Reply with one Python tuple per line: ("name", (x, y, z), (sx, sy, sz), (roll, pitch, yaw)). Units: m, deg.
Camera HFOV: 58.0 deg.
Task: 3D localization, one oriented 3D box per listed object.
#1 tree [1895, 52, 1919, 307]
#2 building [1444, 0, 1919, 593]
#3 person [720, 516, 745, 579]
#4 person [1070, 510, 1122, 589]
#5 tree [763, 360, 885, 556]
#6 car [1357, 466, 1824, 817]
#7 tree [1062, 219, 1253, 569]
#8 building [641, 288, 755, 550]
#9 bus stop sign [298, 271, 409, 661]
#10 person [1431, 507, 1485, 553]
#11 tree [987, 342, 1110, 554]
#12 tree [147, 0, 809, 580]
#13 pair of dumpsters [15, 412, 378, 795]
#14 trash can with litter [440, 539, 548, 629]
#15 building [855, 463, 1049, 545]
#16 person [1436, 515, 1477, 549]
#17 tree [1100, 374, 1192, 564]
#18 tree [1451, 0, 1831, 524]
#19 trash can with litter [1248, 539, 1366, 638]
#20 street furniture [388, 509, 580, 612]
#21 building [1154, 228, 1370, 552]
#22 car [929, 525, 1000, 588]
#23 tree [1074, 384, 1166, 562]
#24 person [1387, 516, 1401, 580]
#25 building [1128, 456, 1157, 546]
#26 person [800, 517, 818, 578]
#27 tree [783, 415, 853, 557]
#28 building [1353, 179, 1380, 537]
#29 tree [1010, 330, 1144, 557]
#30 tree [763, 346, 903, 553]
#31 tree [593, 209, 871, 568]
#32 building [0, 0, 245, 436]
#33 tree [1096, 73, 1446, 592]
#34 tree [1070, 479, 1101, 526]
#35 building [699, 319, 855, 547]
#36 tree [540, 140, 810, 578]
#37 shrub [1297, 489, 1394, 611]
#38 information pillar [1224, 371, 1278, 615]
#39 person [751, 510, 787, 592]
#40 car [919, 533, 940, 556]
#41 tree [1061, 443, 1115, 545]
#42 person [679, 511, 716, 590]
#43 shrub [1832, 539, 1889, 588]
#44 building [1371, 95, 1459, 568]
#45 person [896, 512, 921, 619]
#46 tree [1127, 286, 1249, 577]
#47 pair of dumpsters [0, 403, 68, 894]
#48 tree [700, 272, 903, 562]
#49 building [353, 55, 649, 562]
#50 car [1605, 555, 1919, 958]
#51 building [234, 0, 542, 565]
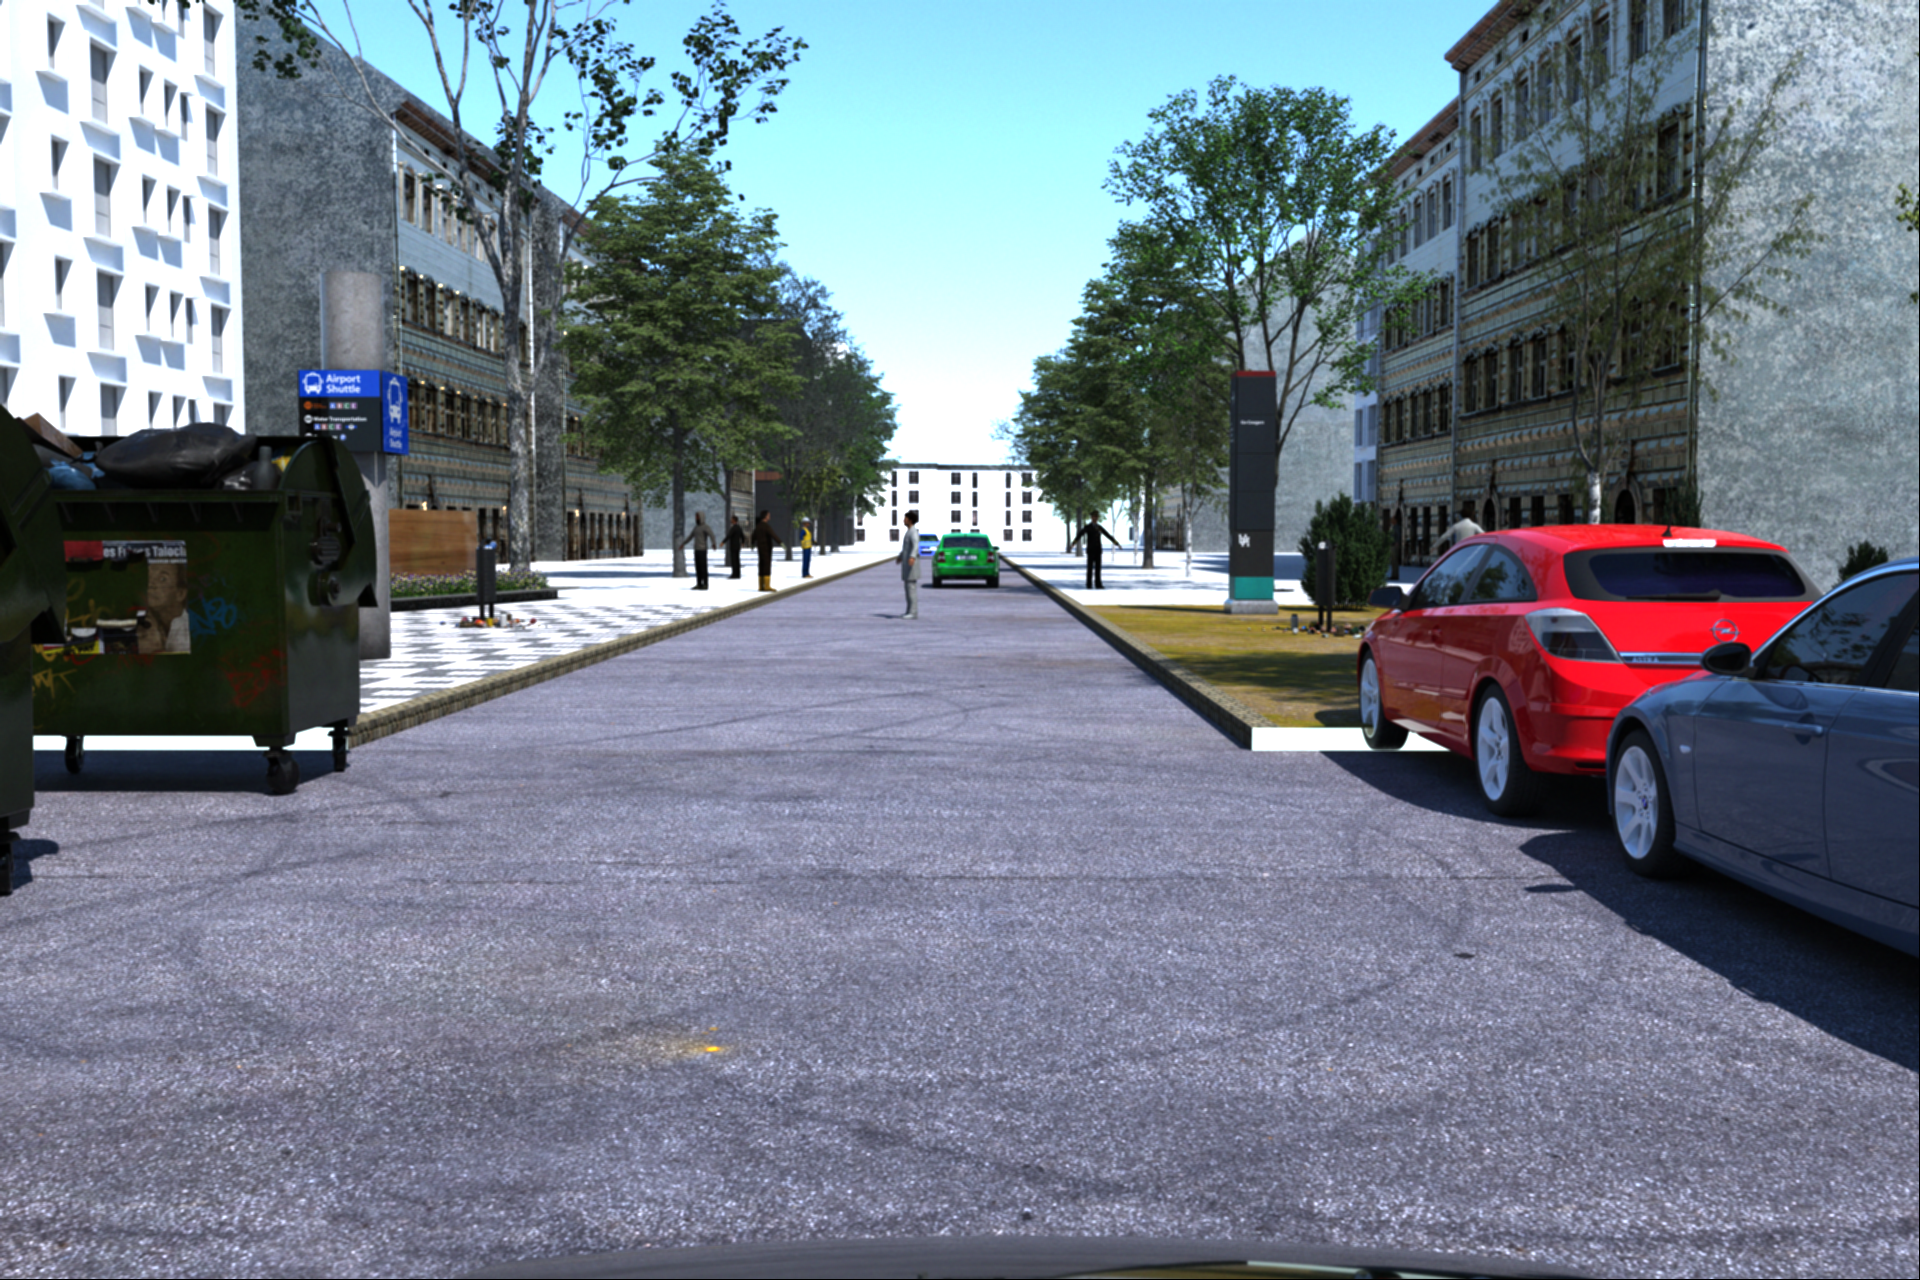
("tree", (14.848, -4.473, 23.504), (4.737, 8.622, 4.395), (0, 3, 0))
("building", (25.042, -13.150, 45.927), (19.493, 23.208, 18.063), (0, 4, 0))
("person", (-6.446, -2.643, 49.445), (0.704, 1.802, 1.346), (1, 4, 21))
("person", (3.162, -2.121, 40.615), (1.347, 1.837, 0.705), (-1, 4, -22))
("tree", (-8.197, -10.849, 103.134), (9.928, 11.665, 9.643), (0, 3, 0))
("car", (3.603, -0.074, 10.251), (2.155, 1.783, 4.494), (0, 4, 0))
("tree", (7.153, -8.863, 63.030), (7.486, 12.596, 7.792), (0, 3, 0))
("building", (-28.002, -19.414, 148.350), (19.493, 23.208, 18.063), (0, 4, 0))
("bus stop sign", (-6.186, -1.756, 17.730), (0.837, 3.901, 0.837), (0, 3, 0))
("person", (9.988, -1.715, 34.226), (1.347, 1.806, 0.705), (1, 4, 21))
("tree", (6.932, -12.328, 111.934), (12.009, 13.543, 11.850), (0, 3, 0))
("tree", (-9.420, -10.876, 33.713), (12.611, 20.169, 13.585), (0, 3, 0))
("pair of dumpsters", (-5.753, -0.301, 9.877), (4.436, 2.255, 1.574), (0, 4, 1))
("trash can with litter", (-6.493, -0.822, 24.504), (1.678, 1.210, 2.233), (0, 4, -1))
("building", (-3.236, -15.960, 205.546), (28.070, 9.664, 9.099), (0, 4, -7))
("person", (12.571, -2.273, 43.294), (1.347, 1.817, 0.704), (2, 4, 27))
("tree", (7.376, -7.508, 73.116), (4.360, 8.622, 3.978), (0, 3, 0))
("tree", (7.512, -4.322, 21.021), (4.360, 8.622, 3.978), (0, 3, 0))
("trash can with litter", (4.686, -0.688, 22.309), (1.678, 1.210, 2.233), (0, 4, 0))
("street furniture", (-10.622, -1.558, 32.331), (9.812, 1.723, 11.010), (1, 4, 14))
("building", (25.441, -18.527, 133.840), (19.493, 23.208, 18.063), (0, 3, 0))
("car", (0.132, -2.363, 47.427), (1.959, 1.807, 4.718), (0, 4, -1))
("tree", (6.907, -7.921, 79.872), (4.360, 8.622, 3.978), (0, 3, 0))
("person", (12.109, -2.574, 48.352), (0.705, 1.796, 1.348), (0, 4, 0))
("building", (23.242, -14.612, 181.058), (9.099, 9.664, 28.070), (0, 4, 1))
("person", (-4.406, -2.696, 50.549), (0.721, 1.772, 1.216), (1, 4, 14))
("tree", (-7.948, -8.853, 95.108), (4.737, 8.622, 4.395), (0, 3, 0))
("building", (26.127, -14.342, 90.909), (16.016, 20.090, 11.380), (0, 4, 0))
("tree", (6.686, -10.870, 95.856), (7.486, 12.596, 7.792), (0, 3, 0))
("tree", (-8.594, -12.863, 116.969), (9.857, 13.997, 8.962), (0, 3, 0))
("tree", (-9.004, -9.545, 66.430), (12.009, 13.543, 11.850), (0, 3, 0))
("building", (-26.476, -11.143, 38.602), (16.016, 20.090, 11.380), (0, 4, 0))
("tree", (6.887, -6.901, 38.591), (9.928, 11.665, 9.643), (0, 3, 0))
("tree", (14.749, -15.385, 201.902), (4.737, 8.622, 4.395), (0, 3, 0))
("building", (-26.093, -20.620, 181.111), (27.936, 21.610, 32.646), (0, 4, 1))
("tree", (-8.157, -8.065, 49.988), (7.486, 12.596, 7.792), (0, 3, 0))
("shrub", (6.422, -1.499, 28.920), (1.690, 2.028, 1.600), (0, 3, 0))
("information pillar", (4.690, -2.352, 27.826), (0.750, 3.857, 0.750), (0, 4, 0))
("person", (-4.321, -1.985, 38.599), (0.704, 1.812, 1.346), (-3, 5, -40))
("car", (-1.966, -5.726, 103.203), (1.945, 1.707, 3.694), (0, 3, 0))
("tree", (15.418, -17.809, 209.299), (7.486, 12.596, 7.792), (0, 3, 0))
("person", (-5.965, -2.054, 39.714), (0.705, 1.813, 1.348), (-3, 5, -45))
("shrub", (13.672, -0.918, 26.121), (1.383, 1.207, 1.383), (0, 3, 0))
("building", (26.913, -14.261, 64.096), (19.493, 23.208, 18.063), (0, 4, 0))
("person", (-0.869, -1.271, 29.419), (0.705, 1.806, 1.347), (-1, 4, -11))
("tree", (6.821, -6.188, 51.530), (4.360, 8.622, 3.978), (0, 3, 0))
("pair of dumpsters", (-5.809, -0.082, 6.291), (4.436, 2.255, 1.574), (0, 4, 0))
("tree", (-7.907, -10.434, 80.965), (12.009, 13.543, 11.850), (0, 3, 0))
("building", (-27.460, -15.788, 89.057), (19.493, 23.208, 18.063), (0, 4, 1))
("car", (3.671, 0.383, 5.748), (2.014, 1.417, 4.499), (0, 4, 1))
("building", (-28.704, -14.578, 69.277), (19.493, 23.208, 18.063), (0, 4, 1))
